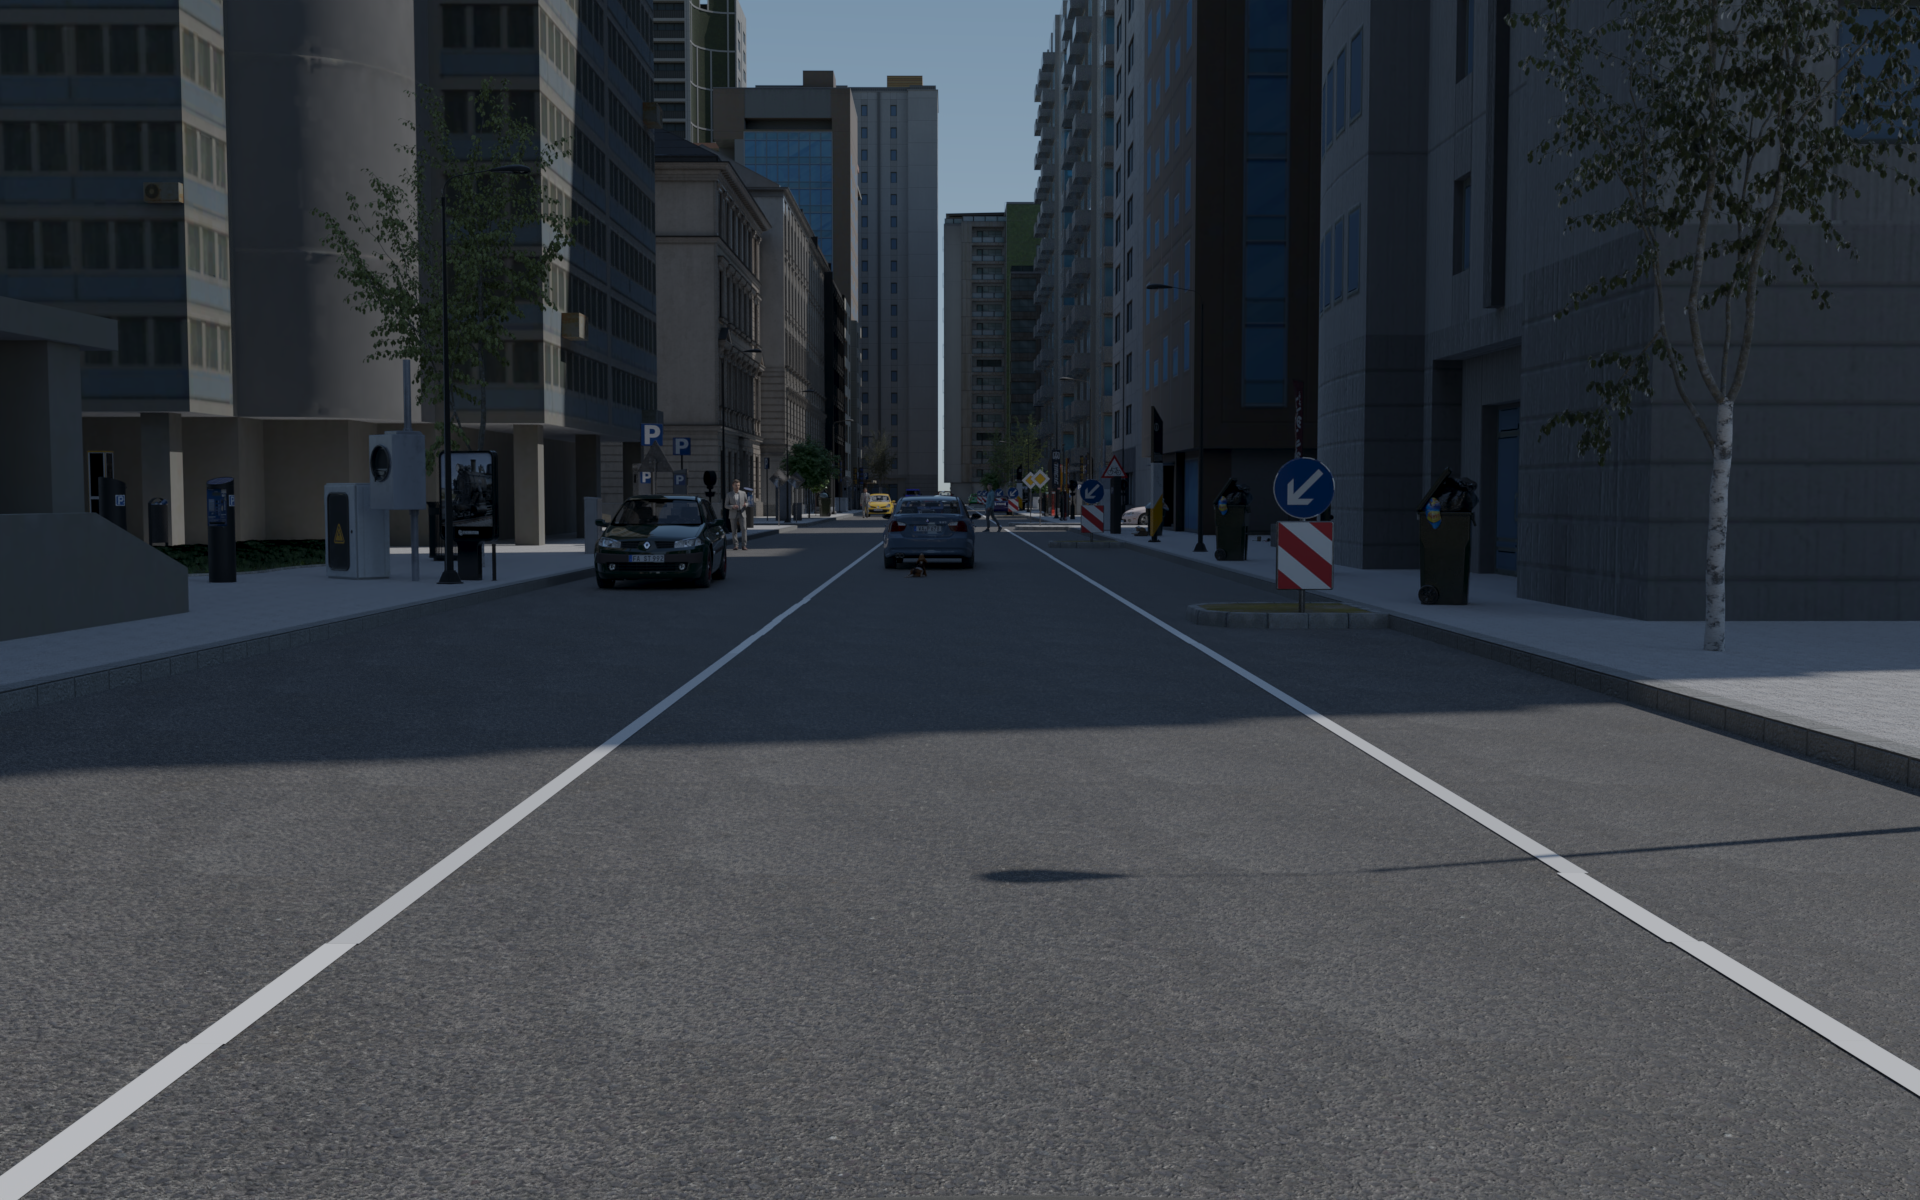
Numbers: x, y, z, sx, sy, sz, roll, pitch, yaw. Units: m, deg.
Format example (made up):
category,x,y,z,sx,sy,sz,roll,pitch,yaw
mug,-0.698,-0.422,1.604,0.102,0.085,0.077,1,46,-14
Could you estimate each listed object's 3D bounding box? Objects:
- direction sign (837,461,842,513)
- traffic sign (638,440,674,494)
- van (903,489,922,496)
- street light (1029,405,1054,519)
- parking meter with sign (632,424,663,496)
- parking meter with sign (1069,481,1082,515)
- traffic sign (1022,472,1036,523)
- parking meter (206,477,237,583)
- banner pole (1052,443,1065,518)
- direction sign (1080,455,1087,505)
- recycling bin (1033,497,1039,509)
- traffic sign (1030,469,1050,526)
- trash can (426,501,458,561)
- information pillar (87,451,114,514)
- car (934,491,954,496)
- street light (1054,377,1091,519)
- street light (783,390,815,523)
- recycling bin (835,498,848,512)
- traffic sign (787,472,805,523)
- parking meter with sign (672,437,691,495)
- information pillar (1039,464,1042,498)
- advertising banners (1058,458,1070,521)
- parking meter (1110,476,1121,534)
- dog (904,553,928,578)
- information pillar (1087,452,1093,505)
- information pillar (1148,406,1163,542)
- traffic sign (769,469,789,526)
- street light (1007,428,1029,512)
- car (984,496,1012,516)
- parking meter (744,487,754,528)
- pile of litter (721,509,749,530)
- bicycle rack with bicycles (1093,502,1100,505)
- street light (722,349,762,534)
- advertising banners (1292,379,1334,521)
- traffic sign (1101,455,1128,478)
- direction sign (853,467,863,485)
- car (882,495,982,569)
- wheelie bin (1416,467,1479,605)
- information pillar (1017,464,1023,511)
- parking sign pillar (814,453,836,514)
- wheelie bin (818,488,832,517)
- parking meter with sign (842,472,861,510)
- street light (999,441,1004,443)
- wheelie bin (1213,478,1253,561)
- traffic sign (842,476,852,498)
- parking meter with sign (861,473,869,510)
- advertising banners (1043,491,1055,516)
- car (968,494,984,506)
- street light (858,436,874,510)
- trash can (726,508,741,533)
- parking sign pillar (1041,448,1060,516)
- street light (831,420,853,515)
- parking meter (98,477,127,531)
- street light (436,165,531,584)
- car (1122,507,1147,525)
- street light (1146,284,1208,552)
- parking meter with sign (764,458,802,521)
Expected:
category,x,y,z,sx,sy,sz,roll,pitch,yaw
direction sign,-8.173,-7.682,117.597,0.379,3.537,0.876,1,4,12
traffic sign,-7.352,-2.559,41.836,0.884,2.594,0.081,0,4,5
van,-5.732,-12.627,210.841,2.240,2.365,5.245,0,4,-1
street light,4.506,-7.207,90.375,1.470,5.913,1.316,0,4,0
parking meter with sign,-7.962,-2.902,43.712,0.543,3.016,1.738,-1,4,-23
parking meter with sign,7.012,-6.605,104.248,0.543,3.016,1.738,-2,4,-32
traffic sign,3.147,-4.503,77.270,0.795,2.450,0.064,0,4,0
parking meter,-10.729,-1.024,25.159,0.372,1.533,0.369,0,3,0
banner pole,4.898,-5.849,85.650,0.863,3.779,0.401,2,4,29
direction sign,7.272,-6.680,101.219,0.379,3.537,0.876,-2,4,-32
recycling bin,6.857,-8.494,151.428,0.722,1.027,0.722,-2,4,-34
traffic sign,3.205,-4.015,69.286,0.795,2.450,0.064,0,4,0
trash can,-9.903,-1.325,33.312,0.748,1.137,0.748,0,3,0
information pillar,-14.666,-1.536,29.610,0.304,2.012,0.304,0,4,-1
car,-1.804,-11.635,198.912,2.281,1.827,5.304,0,4,-2
street light,4.649,-5.904,69.075,1.470,5.913,1.316,0,4,0
street light,-7.170,-6.406,77.275,1.470,5.913,1.316,0,4,0
recycling bin,-8.339,-6.736,122.681,0.722,1.027,0.722,0,4,7
traffic sign,-7.297,-4.500,77.216,0.795,2.450,0.064,0,4,0
parking meter with sign,-8.501,-3.443,52.560,0.543,3.016,1.738,0,4,-4
information pillar,6.224,-8.714,133.824,0.183,3.616,0.504,1,4,13
advertising banners,5.067,-5.341,83.517,0.090,3.025,2.074,1,4,16
parking meter,5.020,-3.066,55.845,0.255,1.863,0.399,-1,4,-17
dog,-0.788,-0.602,30.043,0.748,0.427,0.550,-2,4,-34
information pillar,7.220,-6.421,96.334,0.183,3.616,0.504,-2,4,-35
information pillar,5.230,-3.349,46.109,0.183,3.616,0.504,3,4,38
traffic sign,-7.239,-4.012,69.231,0.795,2.450,0.064,0,4,0
street light,4.263,-9.115,121.574,1.470,5.913,1.316,0,4,0
car,2.621,-6.394,117.126,1.945,1.354,3.894,0,4,-2
parking meter,-7.975,-3.483,65.355,0.372,1.533,0.369,0,3,0
pile of litter,-8.191,-2.973,62.571,1.176,0.858,1.719,1,4,8
bicycle rack with bicycles,9.477,-6.034,112.038,2.852,0.926,2.925,1,4,23
street light,-7.051,-5.079,55.582,1.470,5.913,1.316,0,4,0
advertising banners,5.554,-1.903,27.303,0.090,3.025,2.074,2,4,29
traffic sign,5.116,-3.515,57.478,0.884,2.594,0.081,0,4,0
direction sign,-8.607,-9.456,146.607,0.876,3.537,0.379,-1,4,-13
car,-0.579,-1.381,34.579,2.014,1.417,4.499,0,4,1
wheelie bin,5.695,-0.755,20.245,0.693,1.594,0.980,1,4,18
information pillar,4.540,-8.587,131.745,0.504,3.616,0.183,2,4,34
parking sign pillar,-8.724,-7.546,111.852,1.447,3.967,1.447,2,4,33
wheelie bin,-7.616,-5.479,97.496,0.693,1.594,0.980,-1,4,-17
parking meter with sign,-8.852,-8.526,135.660,1.738,3.016,0.543,0,4,7
street light,4.137,-10.992,152.261,1.470,5.913,1.316,0,4,0
wheelie bin,5.281,-1.563,33.463,0.693,1.594,0.980,1,4,19
traffic sign,-8.070,-7.550,123.554,0.768,2.556,0.104,0,4,4
parking meter with sign,-8.319,-8.863,141.163,1.738,3.016,0.543,-3,4,-38
advertising banners,5.354,-6.351,100.031,0.090,3.025,2.074,2,4,32
car,1.972,-12.660,215.787,1.959,1.807,4.718,0,4,-2
street light,-7.538,-10.159,138.648,1.470,5.913,1.316,0,4,0
trash can,-7.565,-2.830,57.927,0.748,1.137,0.748,0,3,0
parking sign pillar,5.537,-6.966,102.373,1.447,3.967,1.447,-1,4,-11
street light,-7.344,-8.283,107.961,1.470,5.913,1.316,0,4,0
parking meter,-12.650,-1.069,25.884,0.372,1.533,0.369,0,3,0
street light,-6.750,-3.183,24.580,1.470,5.913,1.316,0,4,0
car,9.394,-3.805,74.575,4.827,1.381,2.083,0,4,0
street light,4.811,-4.027,38.388,1.470,5.913,1.316,0,4,0
parking meter with sign,-8.467,-5.313,83.129,1.738,3.016,0.543,-2,4,-25
